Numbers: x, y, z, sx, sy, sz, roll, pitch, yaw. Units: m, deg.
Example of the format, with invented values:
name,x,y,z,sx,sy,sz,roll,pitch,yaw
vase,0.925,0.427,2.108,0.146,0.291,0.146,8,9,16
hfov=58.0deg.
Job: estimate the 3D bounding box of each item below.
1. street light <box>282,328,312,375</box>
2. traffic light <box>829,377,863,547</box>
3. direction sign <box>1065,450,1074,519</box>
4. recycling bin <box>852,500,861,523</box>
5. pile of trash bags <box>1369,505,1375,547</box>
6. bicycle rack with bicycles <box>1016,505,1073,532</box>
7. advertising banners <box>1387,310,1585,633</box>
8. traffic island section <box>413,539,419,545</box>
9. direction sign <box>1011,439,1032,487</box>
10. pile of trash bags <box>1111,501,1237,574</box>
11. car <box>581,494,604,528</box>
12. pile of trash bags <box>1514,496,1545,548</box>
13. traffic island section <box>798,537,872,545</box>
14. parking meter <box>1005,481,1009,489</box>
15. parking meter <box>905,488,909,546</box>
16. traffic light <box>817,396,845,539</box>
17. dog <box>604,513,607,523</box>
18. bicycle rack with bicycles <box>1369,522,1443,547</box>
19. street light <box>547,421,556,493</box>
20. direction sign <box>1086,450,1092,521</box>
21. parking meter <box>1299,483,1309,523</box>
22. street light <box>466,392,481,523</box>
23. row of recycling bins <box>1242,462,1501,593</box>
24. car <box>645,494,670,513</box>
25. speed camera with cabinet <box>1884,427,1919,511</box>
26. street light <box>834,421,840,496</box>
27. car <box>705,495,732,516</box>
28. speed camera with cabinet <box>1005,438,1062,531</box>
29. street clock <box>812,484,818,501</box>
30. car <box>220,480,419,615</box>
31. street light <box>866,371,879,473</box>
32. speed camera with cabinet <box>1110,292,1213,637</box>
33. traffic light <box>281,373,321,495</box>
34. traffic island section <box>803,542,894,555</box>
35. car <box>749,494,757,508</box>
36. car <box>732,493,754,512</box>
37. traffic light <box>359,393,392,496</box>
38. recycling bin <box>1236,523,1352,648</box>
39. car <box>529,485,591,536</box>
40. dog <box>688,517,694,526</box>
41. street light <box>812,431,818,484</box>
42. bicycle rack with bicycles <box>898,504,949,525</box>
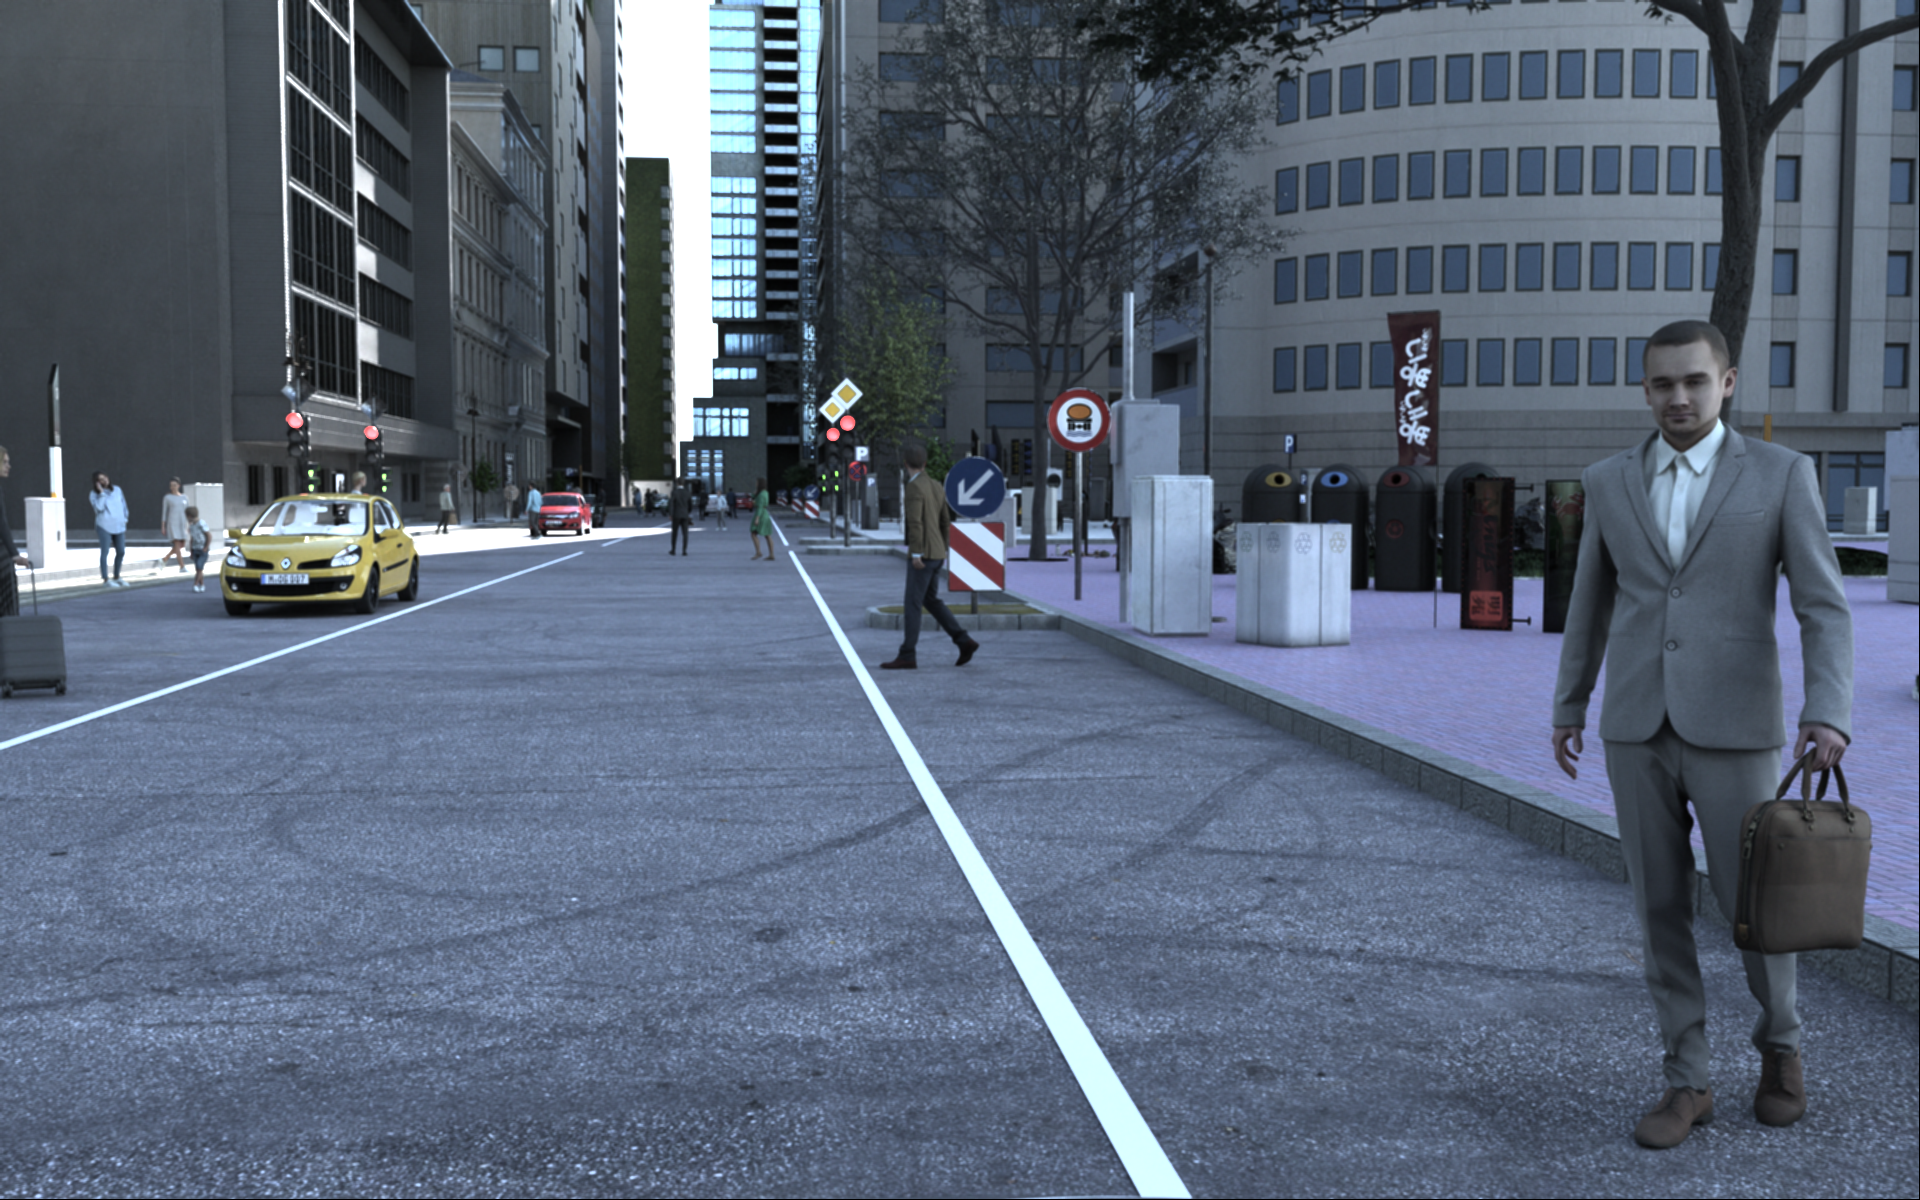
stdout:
name,x,y,z,sx,sy,sz,roll,pitch,yaw
street light,-18.429,-4.617,48.276,0.468,5.910,1.993,0,4,-7
traffic light,-2.745,-3.237,41.838,0.839,4.253,0.868,0,4,-7
direction sign,5.792,-5.898,88.432,0.876,3.537,0.379,-1,4,-19
recycling bin,-4.308,-3.874,75.902,0.722,1.027,0.722,-1,4,-20
pile of trash bags,8.944,-1.778,38.823,1.912,1.369,3.447,-1,4,-11
bicycle rack with bicycles,2.744,-2.752,58.370,2.852,0.926,2.925,-1,4,-12
advertising banners,4.993,-1.227,16.250,2.074,3.025,0.090,2,4,33
traffic island section,-16.339,-1.598,48.409,2.009,0.180,2.903,0,4,-7
direction sign,2.542,-4.867,71.568,0.876,3.537,0.379,1,4,18
pile of trash bags,3.442,-1.175,28.958,1.912,1.369,3.447,-1,4,-13
car,-16.234,-3.927,73.994,2.009,1.686,4.222,0,4,-6
pile of trash bags,13.756,-1.928,41.271,3.447,1.369,1.912,2,4,27
traffic island section,-3.633,-1.689,49.888,2.009,0.180,2.903,0,4,-7
parking meter,2.039,-4.482,78.992,0.399,1.863,0.255,1,4,16
parking meter,-1.191,-2.117,43.023,0.372,1.533,0.369,0,3,0
traffic light,-3.674,-3.722,49.769,0.839,4.253,0.868,0,4,-7
dog,-17.492,-4.010,84.856,0.540,0.507,0.406,0,4,4
bicycle rack with bicycles,8.527,-1.119,31.675,2.925,0.926,2.852,0,4,-1
street light,-25.180,-8.211,107.033,0.468,5.910,1.993,0,4,-7
direction sign,6.239,-5.631,84.061,0.379,3.537,0.876,1,4,21
parking meter,6.785,-1.608,34.697,0.372,1.533,0.369,0,3,0
street light,-21.732,-6.402,77.462,0.468,5.910,1.993,0,4,-7
row of recycling bins,5.499,-0.988,23.262,3.534,1.692,1.069,2,4,25
car,-23.221,-7.440,133.447,2.131,1.459,4.920,0,4,-6
speed camera with cabinet,13.586,-1.845,24.509,0.660,3.252,2.038,3,4,39
street light,-6.769,-7.416,94.046,0.468,5.910,1.993,0,4,-7
car,-15.855,-6.179,113.380,2.083,1.381,4.827,0,4,-6
speed camera with cabinet,2.584,-4.093,61.256,2.038,3.252,0.660,-1,4,-21
street clock,-10.015,-7.024,119.418,0.358,2.002,0.471,-2,4,-32
car,-7.981,-0.706,21.774,2.015,1.641,3.980,0,4,-7
street light,-3.285,-5.633,64.887,0.468,5.910,1.993,0,4,-7
speed camera with cabinet,1.900,-1.351,16.427,0.660,3.252,2.038,0,4,-5
traffic light,-15.368,-3.145,40.348,0.839,4.253,0.868,0,4,-7
traffic island section,-2.704,-1.203,41.957,2.009,0.180,2.903,0,4,-7
car,-19.393,-9.336,162.867,2.015,1.641,3.980,0,4,-7
car,-17.442,-7.891,138.056,2.155,1.783,4.494,0,4,-8
traffic light,-16.298,-3.630,48.279,0.839,4.253,0.868,0,4,-7
recycling bin,2.855,-0.140,14.850,0.722,1.027,0.722,-2,4,-28
car,-13.913,-3.140,60.382,2.155,1.783,4.494,0,4,-7
dog,-12.341,-3.581,78.742,0.550,0.427,0.748,1,4,20
street light,-10.322,-9.222,123.559,0.468,5.910,1.993,0,4,-7
bicycle rack with bicycles,-1.446,-3.682,73.582,2.852,0.926,2.925,1,4,9
